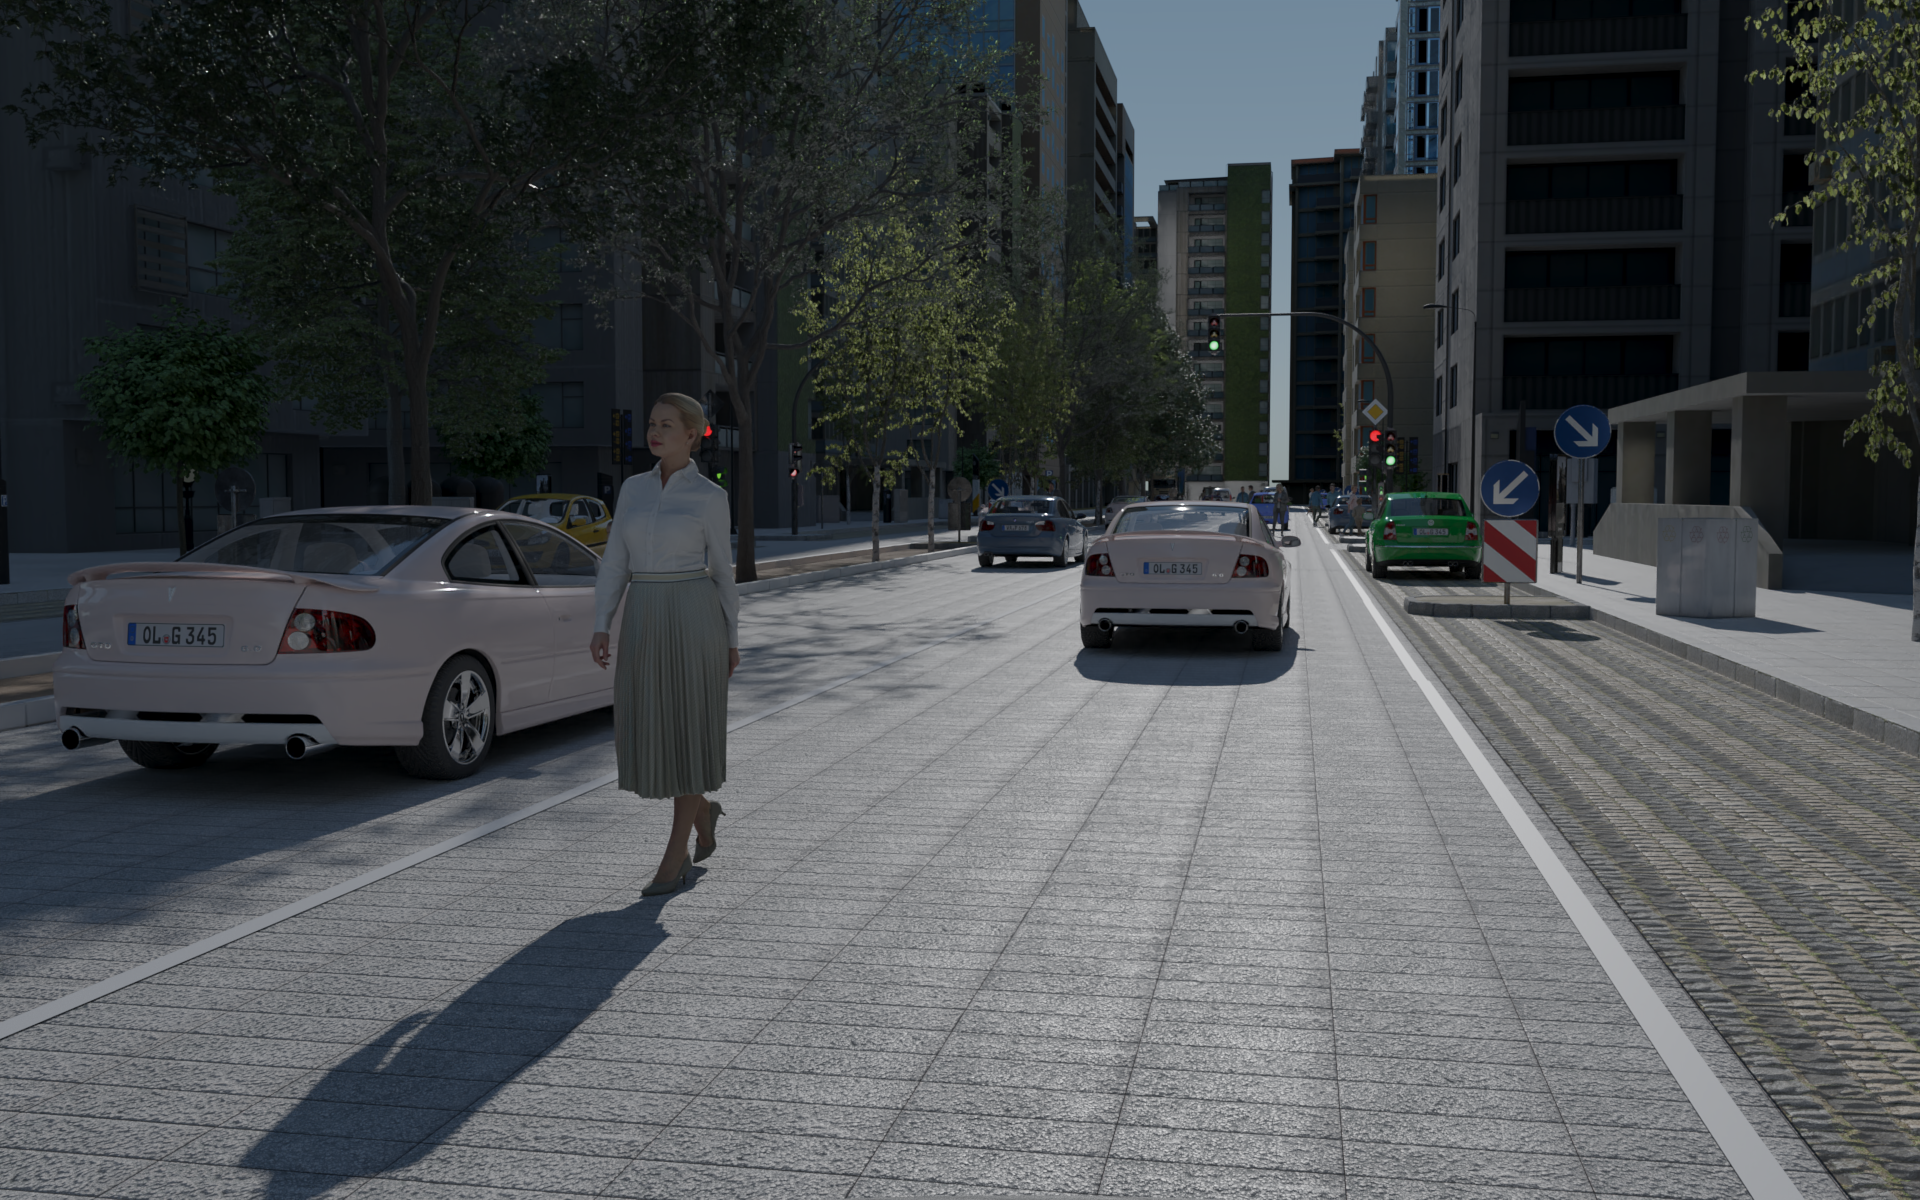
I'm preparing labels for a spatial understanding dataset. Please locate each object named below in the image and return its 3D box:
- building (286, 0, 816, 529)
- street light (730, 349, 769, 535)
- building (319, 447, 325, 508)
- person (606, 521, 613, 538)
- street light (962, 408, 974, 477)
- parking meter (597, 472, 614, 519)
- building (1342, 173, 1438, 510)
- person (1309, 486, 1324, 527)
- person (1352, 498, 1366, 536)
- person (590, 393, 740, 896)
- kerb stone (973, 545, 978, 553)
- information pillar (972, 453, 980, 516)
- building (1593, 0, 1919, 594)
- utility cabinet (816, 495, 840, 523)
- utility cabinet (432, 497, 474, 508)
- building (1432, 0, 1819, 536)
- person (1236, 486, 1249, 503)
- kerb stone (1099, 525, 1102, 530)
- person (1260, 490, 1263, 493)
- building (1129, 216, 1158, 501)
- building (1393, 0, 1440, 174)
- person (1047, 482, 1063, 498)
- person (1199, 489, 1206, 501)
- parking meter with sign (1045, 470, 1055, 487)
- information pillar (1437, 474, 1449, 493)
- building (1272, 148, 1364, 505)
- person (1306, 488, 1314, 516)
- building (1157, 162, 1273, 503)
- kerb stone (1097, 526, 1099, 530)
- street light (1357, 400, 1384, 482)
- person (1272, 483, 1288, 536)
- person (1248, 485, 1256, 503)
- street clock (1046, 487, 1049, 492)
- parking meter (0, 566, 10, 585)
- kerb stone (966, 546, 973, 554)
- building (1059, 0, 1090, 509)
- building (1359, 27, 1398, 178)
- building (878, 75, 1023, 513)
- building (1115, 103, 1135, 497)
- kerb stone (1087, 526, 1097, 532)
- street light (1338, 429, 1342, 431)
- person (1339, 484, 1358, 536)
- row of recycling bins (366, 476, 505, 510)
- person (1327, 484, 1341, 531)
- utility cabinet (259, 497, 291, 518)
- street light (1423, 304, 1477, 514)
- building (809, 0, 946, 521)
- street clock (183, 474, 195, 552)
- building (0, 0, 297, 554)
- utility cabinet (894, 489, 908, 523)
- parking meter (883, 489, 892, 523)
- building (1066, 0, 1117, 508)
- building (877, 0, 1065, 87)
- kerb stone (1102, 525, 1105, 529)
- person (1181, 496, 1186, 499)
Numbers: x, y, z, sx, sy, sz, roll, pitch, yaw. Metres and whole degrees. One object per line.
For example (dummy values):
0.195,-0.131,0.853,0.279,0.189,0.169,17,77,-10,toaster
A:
-13.949,-23.186,62.686,14.154,41.232,14.086,1,4,11,building
-6.665,-5.014,54.513,1.470,5.913,1.316,1,4,11,street light
-28.328,-25.393,65.294,14.200,45.320,14.600,1,4,11,building
-2.880,-0.094,15.045,0.382,1.210,0.505,-3,5,-44,person
0.663,-7.330,92.388,1.470,5.913,1.316,1,4,11,street light
-9.618,-2.526,47.019,0.399,1.863,0.255,-3,4,-38,parking meter
37.968,-15.950,105.822,27.650,21.520,28.899,1,4,11,building
15.560,-4.088,75.677,0.444,1.785,0.601,-3,5,-39,person
12.257,-2.476,53.247,0.475,1.303,0.640,-2,4,-25,person
-1.043,0.141,6.417,0.478,1.798,0.641,2,4,25,person
0.304,-1.232,42.358,0.120,0.150,1.000,1,4,11,kerb stone
0.914,-6.620,99.595,0.504,3.616,0.183,3,5,44,information pillar
27.963,-20.421,25.758,32.217,40.220,23.993,1,4,11,building
-5.885,-4.031,77.067,1.020,1.237,0.306,-2,4,-24,utility cabinet
-10.939,-1.585,37.070,1.020,1.237,0.306,0,4,4,utility cabinet
27.734,-37.914,58.151,20.611,71.187,20.563,1,4,11,building
12.808,-4.257,78.445,0.601,1.785,0.444,1,4,15,person
5.458,-2.865,69.081,0.120,0.150,1.000,1,4,11,kerb stone
19.859,-6.405,114.052,0.563,1.720,0.643,2,4,32,person
14.868,-32.874,229.373,23.993,40.220,32.217,1,4,11,building
46.488,-51.115,148.407,22.319,86.520,31.000,1,4,11,building
3.281,-3.186,60.397,0.655,1.846,0.447,2,4,31,person
20.010,-8.171,142.113,0.705,1.823,1.348,-2,4,-32,person
6.639,-7.976,126.669,0.543,3.016,1.738,0,4,-6,parking meter with sign
17.433,-3.553,62.580,0.304,2.012,0.304,-1,4,-13,information pillar
54.009,-34.379,216.722,28.867,44.769,22.147,1,4,11,building
22.946,-6.392,113.234,0.478,1.798,0.641,-3,5,-40,person
31.902,-32.632,217.132,14.086,41.232,14.154,1,4,11,building
5.261,-2.802,68.078,0.120,0.150,1.000,1,4,11,kerb stone
20.288,-6.905,85.439,1.470,5.913,1.316,1,4,11,street light
10.871,-3.068,58.850,0.537,1.800,0.526,2,4,33,person
12.987,-4.182,76.839,0.822,1.834,0.622,2,4,29,person
6.175,-7.178,121.924,0.471,2.002,0.358,-2,4,-33,street clock
-13.720,-0.989,24.578,0.372,1.533,0.369,0,3,0,parking meter
0.108,-1.172,41.355,0.120,0.150,1.000,1,4,11,kerb stone
0.981,-43.766,153.825,20.563,71.187,20.611,1,4,11,building
53.042,-34.276,180.018,23.786,49.044,30.456,1,4,11,building
-3.556,-21.490,123.069,14.160,30.474,14.107,1,4,11,building
11.922,-33.396,196.128,14.200,45.320,14.600,1,4,11,building
5.075,-2.745,67.073,0.120,0.150,1.000,1,4,11,kerb stone
27.812,-9.292,124.466,1.470,5.913,1.316,1,4,11,street light
12.328,-2.796,54.894,0.598,1.740,0.731,1,4,10,person
-11.911,-1.991,39.665,1.069,1.692,3.534,3,4,36,row of recycling bins
14.324,-3.524,66.135,0.660,1.820,0.620,2,4,30,person
-13.680,-1.434,34.610,0.306,1.237,1.020,0,4,-3,utility cabinet
12.002,-4.270,42.360,1.470,5.913,1.316,1,4,11,street light
-17.615,-24.405,90.905,32.217,40.220,23.993,1,4,11,building
-17.226,-2.082,38.619,0.471,2.002,0.358,-3,5,-41,street clock
-23.853,-22.038,43.916,14.086,41.232,14.154,1,4,11,building
-2.623,-4.192,77.214,0.318,1.500,1.173,1,4,16,utility cabinet
-3.238,-4.205,77.158,0.372,1.533,0.369,0,3,0,parking meter
4.167,-33.771,175.862,21.300,48.544,21.600,1,4,11,building
0.462,-29.742,136.390,14.600,45.320,14.200,1,4,11,building
5.653,-2.929,70.091,0.120,0.150,1.000,1,4,11,kerb stone
25.728,-11.770,200.881,1.348,1.831,0.705,-3,4,-37,person
